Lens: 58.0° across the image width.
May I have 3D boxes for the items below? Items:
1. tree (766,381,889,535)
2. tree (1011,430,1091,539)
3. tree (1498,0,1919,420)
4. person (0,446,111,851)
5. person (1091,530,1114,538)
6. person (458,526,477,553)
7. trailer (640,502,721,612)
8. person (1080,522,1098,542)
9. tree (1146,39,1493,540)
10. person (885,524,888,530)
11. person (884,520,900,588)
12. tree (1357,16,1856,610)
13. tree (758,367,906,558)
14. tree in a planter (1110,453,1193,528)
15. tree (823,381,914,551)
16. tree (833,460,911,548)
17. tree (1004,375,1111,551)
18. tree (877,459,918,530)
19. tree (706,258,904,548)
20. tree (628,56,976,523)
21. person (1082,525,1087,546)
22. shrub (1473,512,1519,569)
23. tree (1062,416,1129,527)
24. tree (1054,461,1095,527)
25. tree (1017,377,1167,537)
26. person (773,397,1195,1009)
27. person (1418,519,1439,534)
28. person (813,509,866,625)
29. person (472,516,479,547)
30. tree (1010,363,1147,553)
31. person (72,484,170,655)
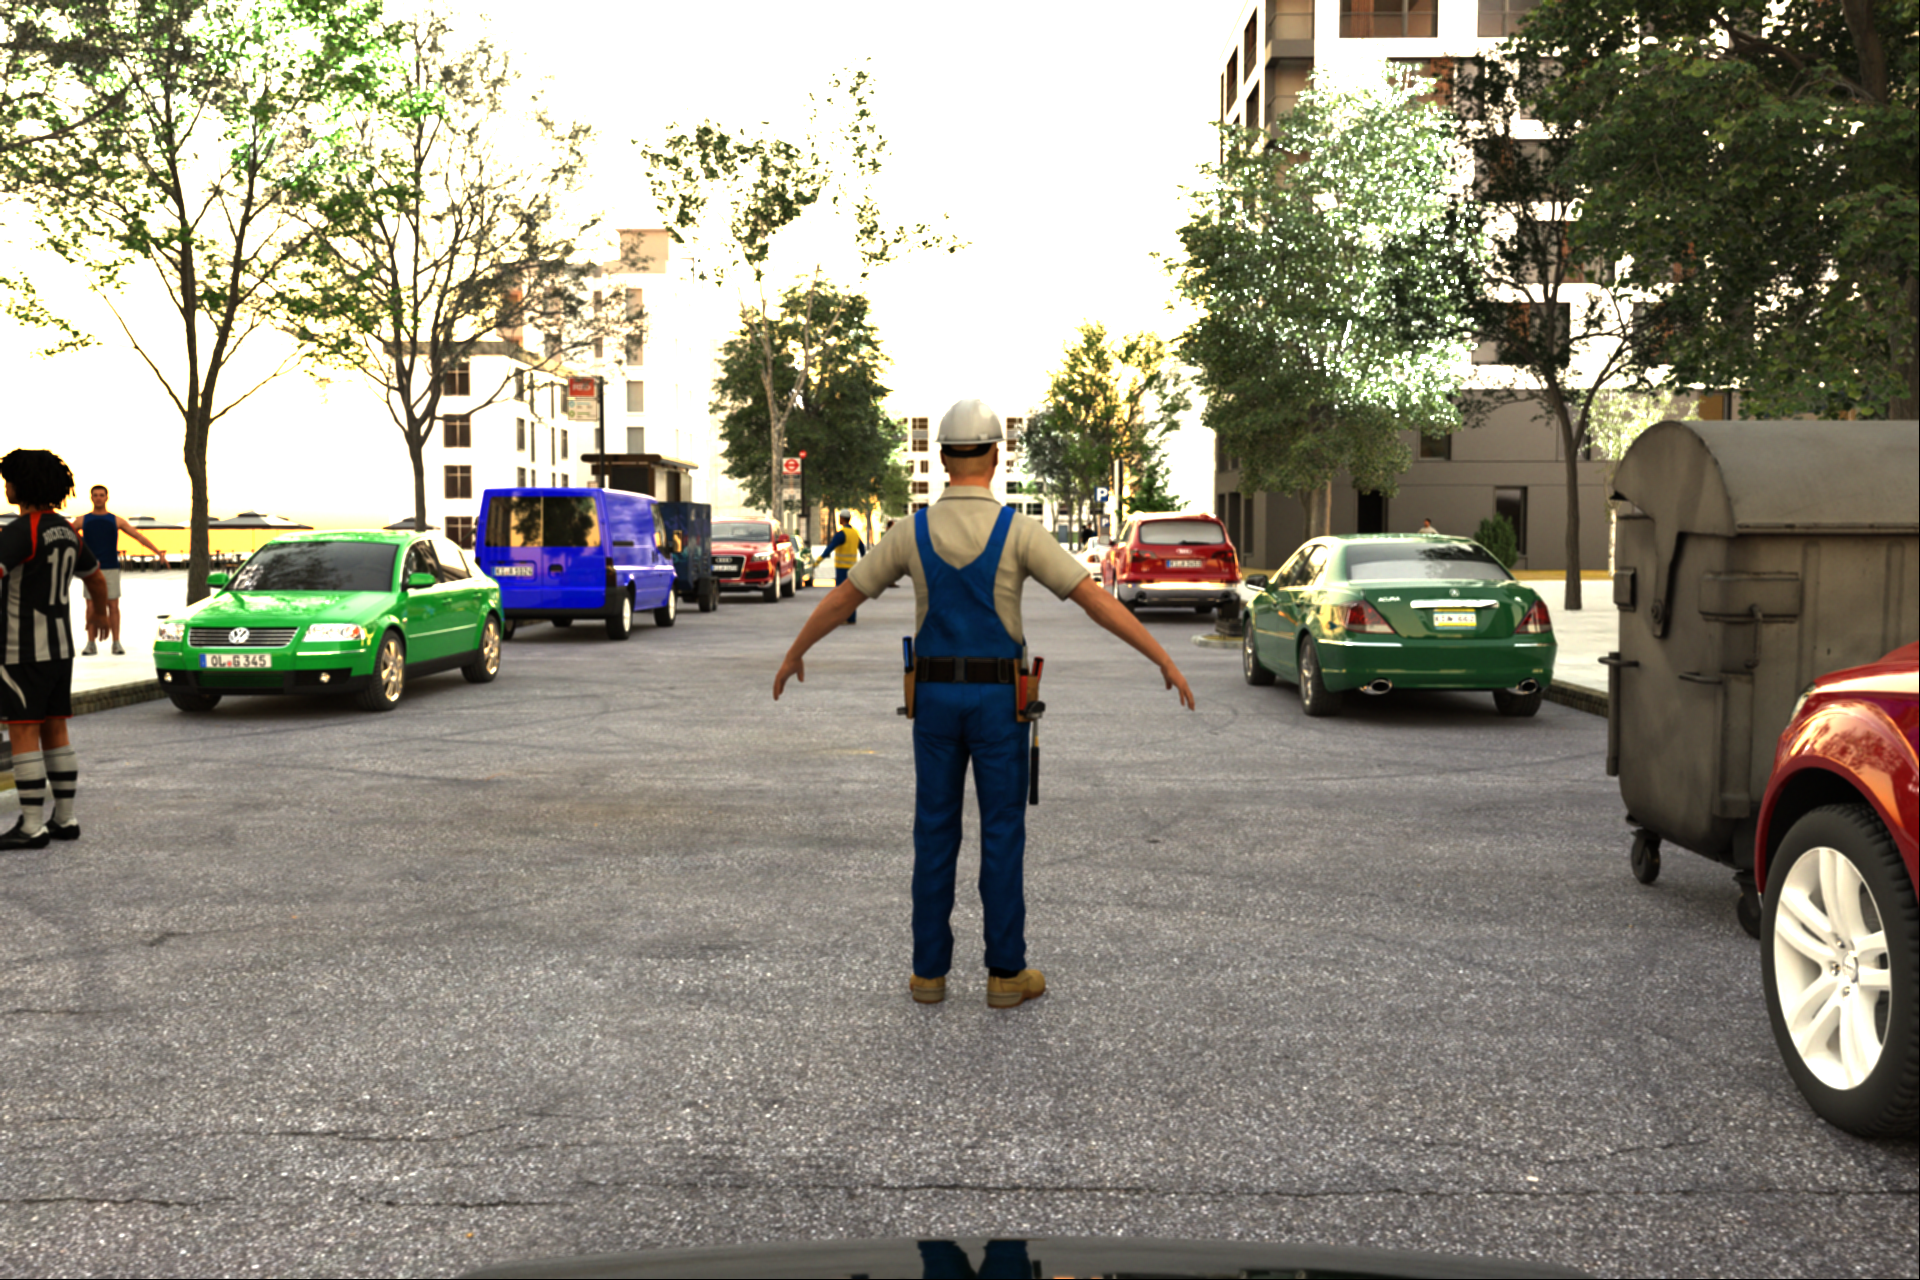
[{"bbox_3d":[-7.682,-10.407,104.566,7.601,10.594,8.767,2,4,35],"label":"tree"},{"bbox_3d":[8.362,-13.760,150.727,9.928,11.665,9.643,0,3,0],"label":"tree"},{"bbox_3d":[10.191,-6.813,18.041,9.857,13.997,8.962,0,3,0],"label":"tree"},{"bbox_3d":[-4.277,0.039,7.971,0.704,1.843,1.345,0,4,7],"label":"person"},{"bbox_3d":[5.622,-3.778,68.232,1.216,1.772,0.721,1,4,19],"label":"person"},{"bbox_3d":[-15.933,-3.139,57.454,1.348,1.813,0.705,-2,4,-27],"label":"person"},{"bbox_3d":[-5.277,-1.487,31.366,1.471,1.999,3.904,0,4,1],"label":"trailer"},{"bbox_3d":[5.964,-4.499,79.496,1.347,1.837,0.705,-3,5,-41],"label":"person"},{"bbox_3d":[9.731,-8.560,46.611,9.857,13.997,8.962,0,3,0],"label":"tree"},{"bbox_3d":[-2.261,-2.695,52.978,0.721,1.772,1.216,1,4,21],"label":"person"},{"bbox_3d":[-1.841,-2.310,46.498,0.705,1.796,1.348,-2,4,-31],"label":"person"},{"bbox_3d":[10.600,-5.802,29.280,8.767,10.594,7.601,2,4,35],"label":"tree"},{"bbox_3d":[-7.141,-9.700,93.013,8.767,10.594,7.601,0,4,-2],"label":"tree"},{"bbox_3d":[4.233,-2.516,38.362,1.991,3.239,1.994,0,4,0],"label":"tree in a planter"},{"bbox_3d":[-7.234,-12.860,128.395,7.486,12.596,7.792,0,3,0],"label":"tree"},{"bbox_3d":[-7.490,-12.785,143.451,7.601,10.594,8.767,2,4,28],"label":"tree"},{"bbox_3d":[8.354,-13.539,131.731,12.009,13.543,11.850,0,3,0],"label":"tree"},{"bbox_3d":[-6.391,-12.490,154.569,4.360,8.622,3.978,0,3,0],"label":"tree"},{"bbox_3d":[-7.321,-10.729,82.069,9.857,13.997,8.962,0,3,0],"label":"tree"},{"bbox_3d":[-6.174,-12.998,68.407,12.611,20.169,13.585,0,3,0],"label":"tree"},{"bbox_3d":[6.380,-4.941,87.502,0.721,1.740,1.216,-1,4,-9],"label":"person"},{"bbox_3d":[18.253,-3.362,59.016,1.661,2.075,1.752,0,3,0],"label":"shrub"},{"bbox_3d":[8.194,-9.571,106.855,4.737,8.622,4.395,0,3,0],"label":"tree"},{"bbox_3d":[9.131,-11.681,141.347,4.737,8.622,4.395,0,3,0],"label":"tree"},{"bbox_3d":[7.741,-10.058,98.861,8.767,10.594,7.601,-1,4,-17],"label":"tree"},{"bbox_3d":[0.037,0.182,5.330,1.347,1.847,0.705,1,4,14],"label":"person"},{"bbox_3d":[16.043,-3.264,59.550,1.347,1.806,0.705,3,4,36],"label":"person"},{"bbox_3d":[-1.834,-1.160,27.392,0.705,1.833,1.349,2,4,32],"label":"person"},{"bbox_3d":[-15.009,-2.949,54.002,0.705,1.856,1.354,-1,4,-10],"label":"person"},{"bbox_3d":[8.288,-12.725,118.425,12.009,13.543,11.850,0,3,0],"label":"tree"},{"bbox_3d":[-9.152,-0.752,18.458,1.345,1.807,0.704,-1,4,-23],"label":"person"}]
